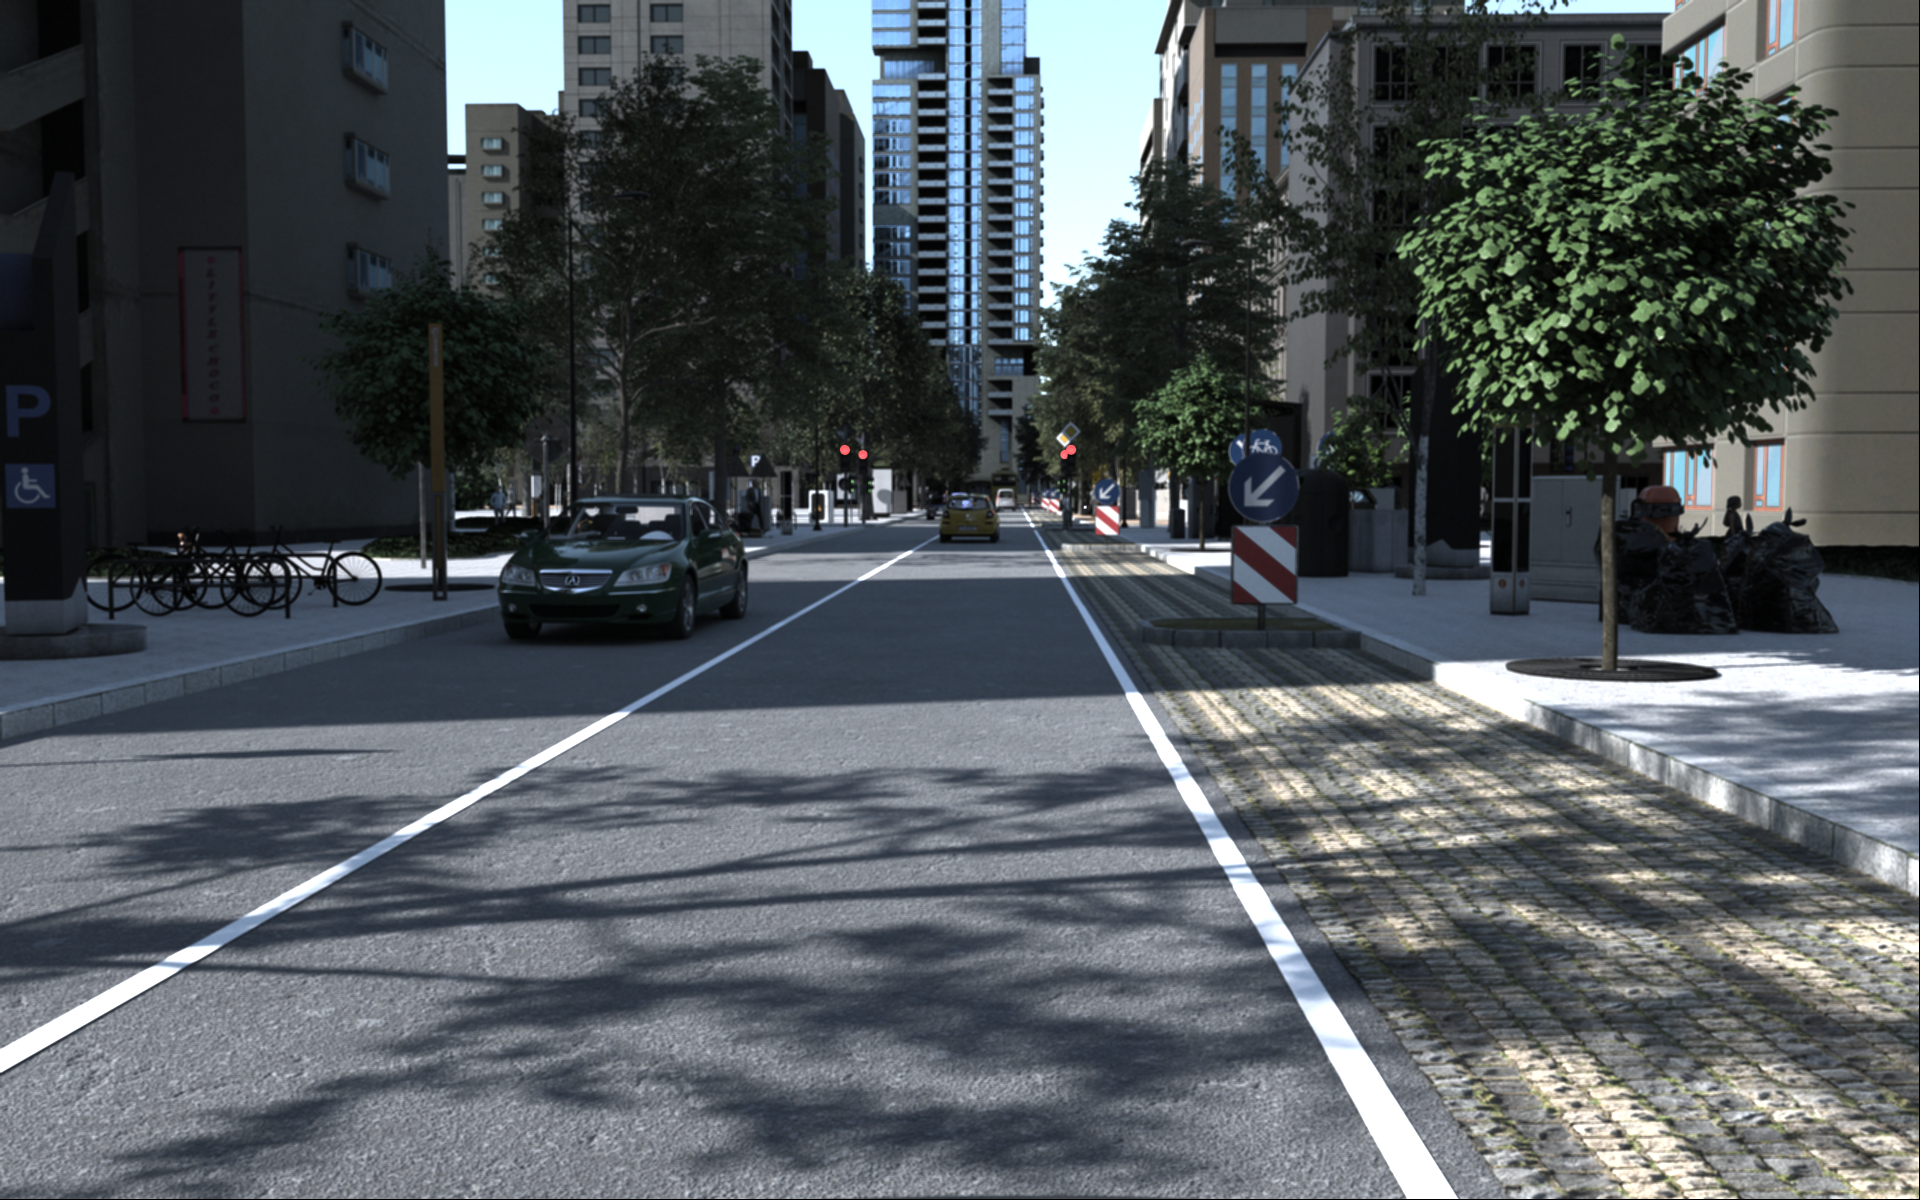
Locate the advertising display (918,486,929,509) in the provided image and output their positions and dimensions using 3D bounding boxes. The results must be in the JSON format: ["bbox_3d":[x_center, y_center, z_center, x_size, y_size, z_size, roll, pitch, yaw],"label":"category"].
[{"bbox_3d":[-3.008,-8.423,142.921,0.974,1.923,0.123,-1,4,-23],"label":"advertising display"}]

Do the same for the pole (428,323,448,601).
[{"bbox_3d":[-6.276,-1.650,20.823,0.158,3.312,0.155,0,3,0],"label":"pole"}]

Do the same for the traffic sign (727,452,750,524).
[{"bbox_3d":[-6.936,-3.283,53.677,0.884,2.594,0.081,0,4,4],"label":"traffic sign"}]

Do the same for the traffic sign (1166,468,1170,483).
[{"bbox_3d":[10.252,-5.222,85.120,0.795,2.593,0.064,0,4,3],"label":"traffic sign"}]

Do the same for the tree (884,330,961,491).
[{"bbox_3d":[-3.785,-11.701,109.436,7.486,12.596,7.792,0,3,0],"label":"tree"}]

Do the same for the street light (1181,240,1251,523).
[{"bbox_3d":[4.742,-3.625,31.804,1.470,5.913,1.316,0,4,2],"label":"street light"}]

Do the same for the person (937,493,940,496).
[{"bbox_3d":[-2.636,-11.006,186.718,1.217,1.743,0.721,0,4,5],"label":"person"}]

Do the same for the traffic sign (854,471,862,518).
[{"bbox_3d":[-5.373,-5.626,92.085,0.768,2.556,0.104,1,4,9],"label":"traffic sign"}]

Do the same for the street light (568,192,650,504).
[{"bbox_3d":[-5.456,-3.317,26.767,1.470,5.913,1.316,0,4,2],"label":"street light"}]

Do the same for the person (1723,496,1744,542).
[{"bbox_3d":[12.011,-0.985,26.823,0.373,1.253,0.362,3,5,41],"label":"person"}]

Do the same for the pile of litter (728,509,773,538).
[{"bbox_3d":[-6.299,-2.267,51.033,1.719,0.858,1.176,0,4,5],"label":"pile of litter"}]

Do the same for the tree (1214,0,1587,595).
[{"bbox_3d":[5.654,-4.374,21.882,4.737,8.622,4.395,0,3,0],"label":"tree"}]

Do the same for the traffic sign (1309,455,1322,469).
[{"bbox_3d":[9.217,-2.580,44.318,0.606,2.300,0.079,0,4,5],"label":"traffic sign"}]

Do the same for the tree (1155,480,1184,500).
[{"bbox_3d":[17.321,-11.857,144.222,4.360,8.622,3.978,0,3,0],"label":"tree"}]

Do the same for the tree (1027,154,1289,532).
[{"bbox_3d":[7.549,-8.584,58.477,7.486,12.596,7.792,0,3,0],"label":"tree"}]

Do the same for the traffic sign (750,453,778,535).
[{"bbox_3d":[-6.186,-3.339,54.592,0.884,2.594,0.081,0,4,3],"label":"traffic sign"}]

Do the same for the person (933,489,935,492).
[{"bbox_3d":[-2.773,-10.732,181.528,0.705,1.822,1.348,1,4,17],"label":"person"}]

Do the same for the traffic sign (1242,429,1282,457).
[{"bbox_3d":[5.898,-2.066,33.892,0.768,2.556,0.104,0,4,7],"label":"traffic sign"}]

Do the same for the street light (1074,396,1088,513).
[{"bbox_3d":[6.196,-6.692,81.950,1.470,5.913,1.316,0,4,2],"label":"street light"}]

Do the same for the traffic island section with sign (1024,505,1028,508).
[{"bbox_3d":[7.711,-10.298,176.998,1.989,1.847,2.006,0,4,2],"label":"traffic island section with sign"}]

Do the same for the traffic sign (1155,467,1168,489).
[{"bbox_3d":[9.542,-5.047,82.620,0.768,2.556,0.104,0,4,8],"label":"traffic sign"}]

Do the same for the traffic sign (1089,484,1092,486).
[{"bbox_3d":[11.408,-9.030,147.750,0.768,2.556,0.104,0,4,7],"label":"traffic sign"}]

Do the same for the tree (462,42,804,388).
[{"bbox_3d":[-6.699,-6.174,35.354,7.601,10.594,8.767,-1,4,-12],"label":"tree"}]

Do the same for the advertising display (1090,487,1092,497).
[{"bbox_3d":[10.763,-8.409,142.694,0.123,1.923,0.974,-1,4,-18],"label":"advertising display"}]

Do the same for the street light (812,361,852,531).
[{"bbox_3d":[-4.478,-5.393,60.713,1.470,5.913,1.316,0,4,2],"label":"street light"}]

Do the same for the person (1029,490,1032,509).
[{"bbox_3d":[6.606,-9.388,161.995,0.705,1.824,1.348,0,4,3],"label":"person"}]

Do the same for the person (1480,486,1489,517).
[{"bbox_3d":[24.280,-4.555,80.626,0.679,1.850,0.850,3,4,36],"label":"person"}]

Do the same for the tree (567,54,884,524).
[{"bbox_3d":[-6.189,-7.752,44.880,7.486,12.596,7.792,0,3,0],"label":"tree"}]

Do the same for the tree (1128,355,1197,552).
[{"bbox_3d":[5.524,-3.367,38.770,4.285,4.588,4.351,0,3,0],"label":"tree"}]

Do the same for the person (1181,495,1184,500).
[{"bbox_3d":[13.468,-5.723,104.283,0.373,1.253,0.362,1,4,19],"label":"person"}]

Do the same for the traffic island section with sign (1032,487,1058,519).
[{"bbox_3d":[5.322,-5.585,99.937,1.989,1.847,2.006,0,4,2],"label":"traffic island section with sign"}]

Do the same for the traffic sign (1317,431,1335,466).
[{"bbox_3d":[7.589,-2.133,34.989,0.768,2.556,0.104,1,4,10],"label":"traffic sign"}]

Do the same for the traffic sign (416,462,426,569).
[{"bbox_3d":[-9.229,-1.811,29.720,0.768,2.556,0.104,1,4,9],"label":"traffic sign"}]

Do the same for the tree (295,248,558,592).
[{"bbox_3d":[-7.133,-2.423,23.334,4.285,4.588,4.351,0,3,0],"label":"tree"}]

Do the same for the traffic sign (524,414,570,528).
[{"bbox_3d":[-6.610,-1.688,27.698,0.768,2.556,0.104,0,4,3],"label":"traffic sign"}]

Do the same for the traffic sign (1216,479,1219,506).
[{"bbox_3d":[9.702,-3.986,65.269,0.768,2.556,0.104,0,4,4],"label":"traffic sign"}]

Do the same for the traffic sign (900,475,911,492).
[{"bbox_3d":[-3.692,-7.053,115.320,0.884,2.594,0.081,0,4,7],"label":"traffic sign"}]

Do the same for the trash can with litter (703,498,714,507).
[{"bbox_3d":[-7.458,-2.339,49.630,0.624,1.170,1.055,1,4,13],"label":"trash can with litter"}]

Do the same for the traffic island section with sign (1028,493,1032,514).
[{"bbox_3d":[6.150,-7.240,126.993,1.989,1.847,2.006,0,4,2],"label":"traffic island section with sign"}]

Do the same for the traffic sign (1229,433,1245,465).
[{"bbox_3d":[5.976,-2.198,36.050,0.768,2.556,0.104,1,4,11],"label":"traffic sign"}]

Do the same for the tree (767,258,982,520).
[{"bbox_3d":[-4.604,-10.232,84.307,9.611,12.733,9.660,0,3,0],"label":"tree"}]

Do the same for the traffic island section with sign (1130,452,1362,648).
[{"bbox_3d":[2.756,-0.510,16.967,1.989,1.847,2.006,0,4,2],"label":"traffic island section with sign"}]

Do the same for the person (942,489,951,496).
[{"bbox_3d":[-1.479,-12.013,202.476,1.348,1.821,0.705,0,4,7],"label":"person"}]

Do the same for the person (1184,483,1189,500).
[{"bbox_3d":[11.965,-5.224,91.325,0.748,1.841,0.638,-1,4,-14],"label":"person"}]

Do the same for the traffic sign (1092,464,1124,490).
[{"bbox_3d":[9.874,-7.413,115.076,2.265,3.308,0.079,0,4,3],"label":"traffic sign"}]

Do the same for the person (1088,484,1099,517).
[{"bbox_3d":[7.362,-5.441,95.100,0.767,1.812,0.694,-3,5,-41],"label":"person"}]

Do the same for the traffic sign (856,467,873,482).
[{"bbox_3d":[-4.321,-4.776,78.187,0.768,2.556,0.104,0,4,5],"label":"traffic sign"}]

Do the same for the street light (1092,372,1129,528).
[{"bbox_3d":[5.720,-5.704,65.802,1.470,5.913,1.316,0,4,2],"label":"street light"}]

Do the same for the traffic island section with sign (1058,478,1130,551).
[{"bbox_3d":[3.601,-2.176,44.213,1.989,1.847,2.006,0,4,2],"label":"traffic island section with sign"}]
